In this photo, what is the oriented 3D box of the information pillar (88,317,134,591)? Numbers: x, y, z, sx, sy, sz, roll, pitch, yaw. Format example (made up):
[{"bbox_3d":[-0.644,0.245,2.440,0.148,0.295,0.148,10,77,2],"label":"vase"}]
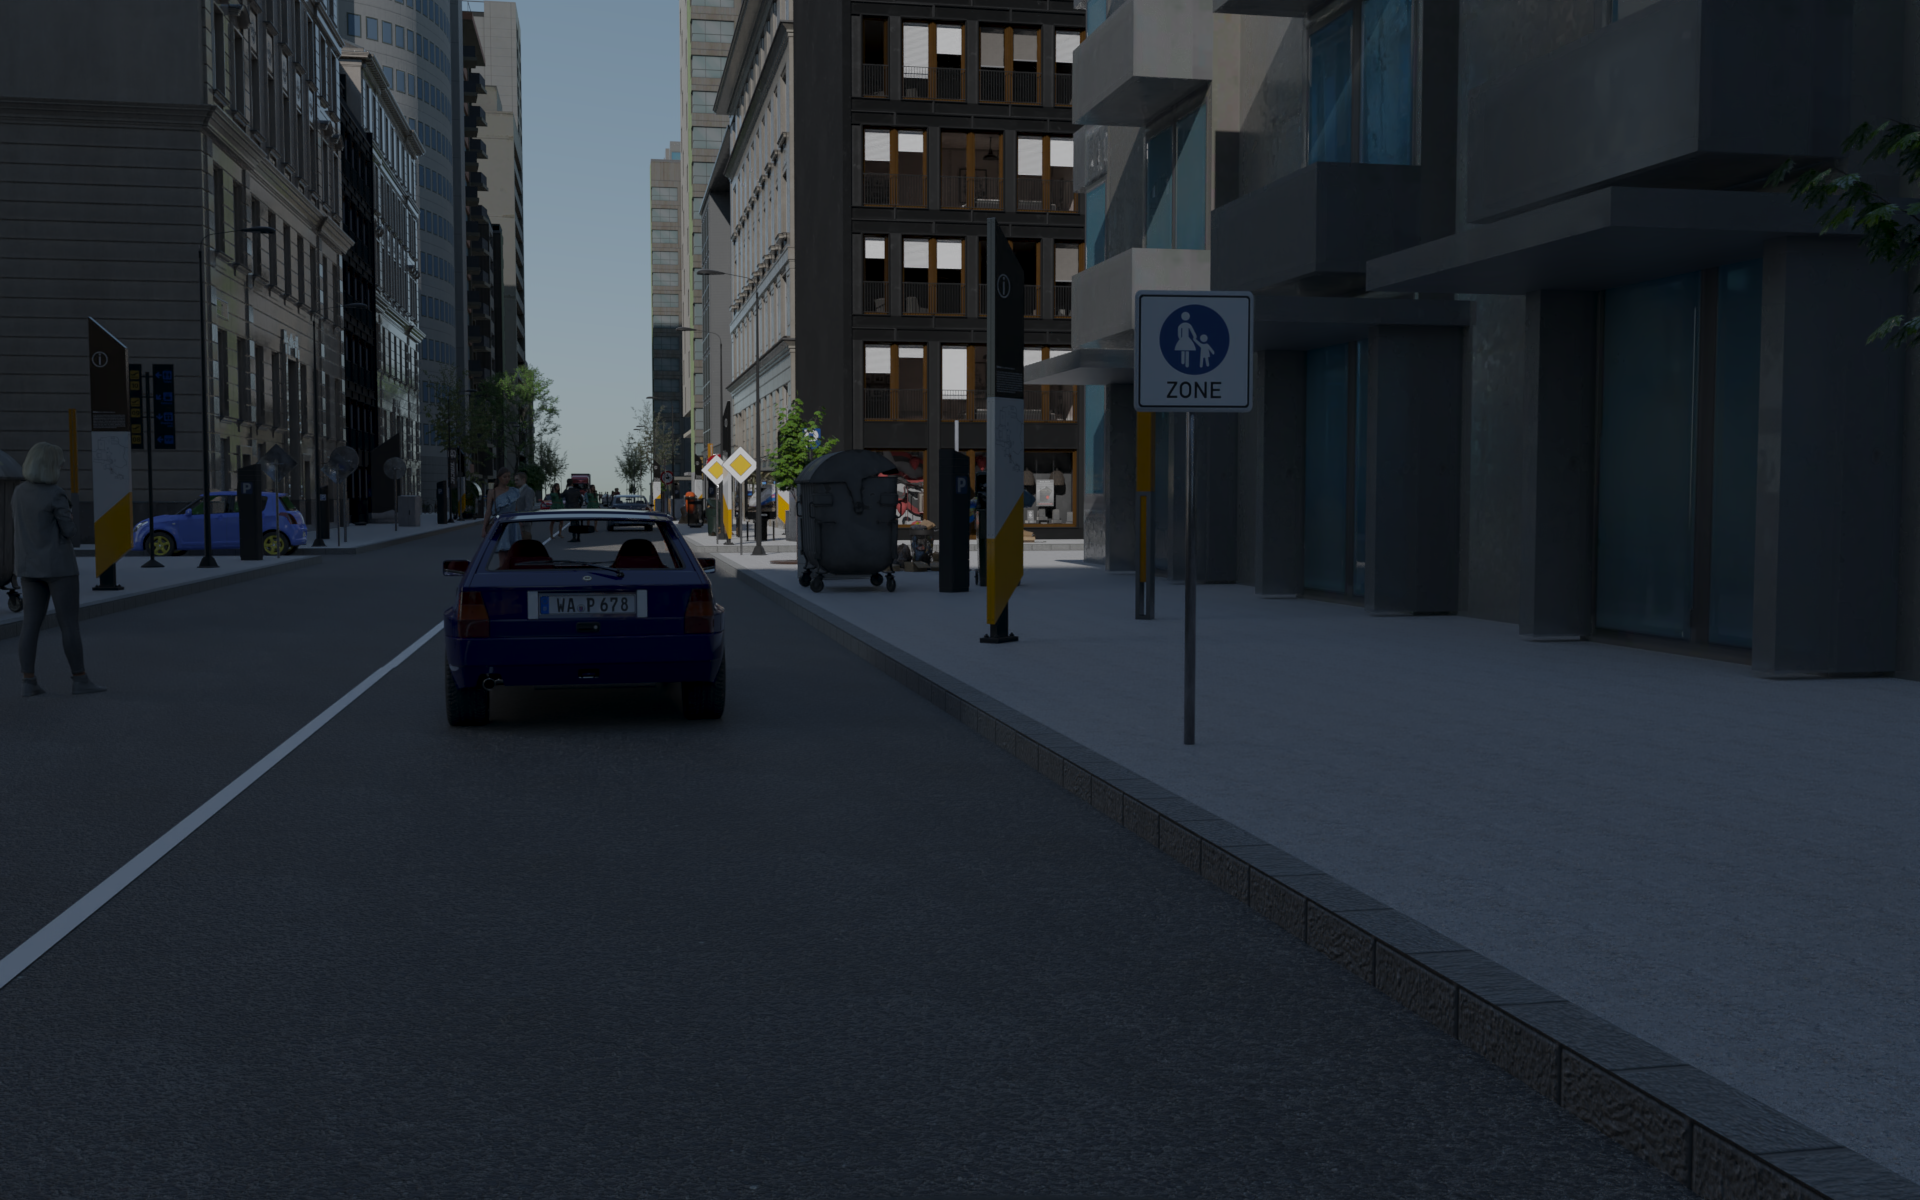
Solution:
[{"bbox_3d":[-11.274,-1.935,22.984,0.504,3.616,0.183,0,4,-2],"label":"information pillar"}]

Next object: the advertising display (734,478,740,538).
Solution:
[{"bbox_3d":[-6.566,-2.820,51.326,0.123,1.923,0.974,-1,4,-14],"label":"advertising display"}]

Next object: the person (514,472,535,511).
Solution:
[{"bbox_3d":[-7.551,-1.307,29.984,0.853,1.813,0.709,-3,5,-40],"label":"person"}]

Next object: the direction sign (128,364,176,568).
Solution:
[{"bbox_3d":[-14.129,-2.337,30.205,0.876,3.537,0.379,0,4,-8],"label":"direction sign"}]

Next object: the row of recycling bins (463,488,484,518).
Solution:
[{"bbox_3d":[-26.063,-5.242,92.822,1.069,1.692,3.534,-1,4,-21],"label":"row of recycling bins"}]

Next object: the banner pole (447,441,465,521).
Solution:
[{"bbox_3d":[-23.961,-5.644,82.296,0.863,3.779,0.401,-3,5,-39],"label":"banner pole"}]

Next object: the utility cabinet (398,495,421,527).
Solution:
[{"bbox_3d":[-21.830,-3.514,68.620,1.020,1.237,0.306,2,4,33],"label":"utility cabinet"}]

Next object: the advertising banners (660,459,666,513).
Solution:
[{"bbox_3d":[-14.532,-5.426,84.909,0.090,3.025,2.074,0,4,-3],"label":"advertising banners"}]

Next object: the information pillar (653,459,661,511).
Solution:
[{"bbox_3d":[-20.365,-7.643,116.319,0.504,3.616,0.183,-2,4,-34],"label":"information pillar"}]

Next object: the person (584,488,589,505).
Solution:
[{"bbox_3d":[-24.836,-6.556,115.552,0.638,1.841,0.748,2,4,28],"label":"person"}]

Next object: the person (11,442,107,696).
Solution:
[{"bbox_3d":[-6.530,-0.230,12.446,0.537,1.800,0.526,2,4,28],"label":"person"}]

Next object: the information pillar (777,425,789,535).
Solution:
[{"bbox_3d":[-5.468,-3.843,54.196,0.504,3.616,0.183,2,4,25],"label":"information pillar"}]

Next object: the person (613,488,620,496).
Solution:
[{"bbox_3d":[-21.348,-6.069,107.699,0.573,1.828,0.580,-3,5,-44],"label":"person"}]

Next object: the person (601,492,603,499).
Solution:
[{"bbox_3d":[-53.883,-15.345,259.925,0.750,1.759,0.617,2,4,28],"label":"person"}]

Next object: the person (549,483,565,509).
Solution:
[{"bbox_3d":[-12.964,-2.869,55.663,0.529,1.795,0.600,2,4,34],"label":"person"}]

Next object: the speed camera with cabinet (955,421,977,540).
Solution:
[{"bbox_3d":[0.495,-3.226,47.087,2.038,3.252,0.660,-1,4,-20],"label":"speed camera with cabinet"}]

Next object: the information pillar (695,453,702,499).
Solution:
[{"bbox_3d":[-15.072,-6.630,99.754,0.183,3.616,0.504,3,5,43],"label":"information pillar"}]

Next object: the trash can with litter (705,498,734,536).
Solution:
[{"bbox_3d":[-7.246,-2.518,52.551,0.624,1.170,1.055,-3,5,-44],"label":"trash can with litter"}]

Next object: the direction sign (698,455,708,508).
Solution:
[{"bbox_3d":[-14.873,-6.676,101.154,0.876,3.537,0.379,0,4,-2],"label":"direction sign"}]

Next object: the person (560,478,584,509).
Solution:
[{"bbox_3d":[-11.566,-2.675,51.593,0.474,1.900,0.648,3,4,38],"label":"person"}]

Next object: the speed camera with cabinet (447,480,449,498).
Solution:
[{"bbox_3d":[-31.846,-7.096,110.352,2.038,3.252,0.660,-3,5,-44],"label":"speed camera with cabinet"}]

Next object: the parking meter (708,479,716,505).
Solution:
[{"bbox_3d":[-8.268,-3.213,58.248,0.399,1.863,0.255,3,5,41],"label":"parking meter"}]

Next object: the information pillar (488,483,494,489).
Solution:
[{"bbox_3d":[-31.021,-6.745,114.773,0.304,2.012,0.304,2,4,28],"label":"information pillar"}]

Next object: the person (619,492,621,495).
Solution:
[{"bbox_3d":[-44.245,-13.178,224.756,0.445,1.727,0.742,-2,4,-30],"label":"person"}]

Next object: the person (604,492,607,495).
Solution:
[{"bbox_3d":[-54.641,-15.809,266.960,1.348,1.826,0.705,0,4,8],"label":"person"}]

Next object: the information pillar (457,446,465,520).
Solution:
[{"bbox_3d":[-24.201,-5.668,84.033,0.504,3.616,0.183,3,4,39],"label":"information pillar"}]

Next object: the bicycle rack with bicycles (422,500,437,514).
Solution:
[{"bbox_3d":[-34.713,-6.075,112.716,2.852,0.926,2.925,-2,4,-34],"label":"bicycle rack with bicycles"}]

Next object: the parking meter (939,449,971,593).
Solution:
[{"bbox_3d":[-0.069,-1.036,22.645,0.255,1.863,0.399,3,5,40],"label":"parking meter"}]

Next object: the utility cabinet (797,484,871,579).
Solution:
[{"bbox_3d":[-1.862,-1.064,26.072,1.173,1.500,0.318,-2,4,-35],"label":"utility cabinet"}]

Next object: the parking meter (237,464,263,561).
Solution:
[{"bbox_3d":[-13.737,-1.700,33.504,0.399,1.863,0.255,0,4,5],"label":"parking meter"}]

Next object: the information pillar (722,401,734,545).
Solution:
[{"bbox_3d":[-5.869,-3.199,43.665,0.183,3.616,0.504,-2,4,-23],"label":"information pillar"}]

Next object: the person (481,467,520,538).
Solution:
[{"bbox_3d":[-6.460,-0.968,24.427,0.616,1.811,0.778,-2,4,-28],"label":"person"}]

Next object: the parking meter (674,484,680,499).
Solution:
[{"bbox_3d":[-17.010,-6.006,103.912,0.399,1.863,0.255,-1,4,-13],"label":"parking meter"}]

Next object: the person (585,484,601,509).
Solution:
[{"bbox_3d":[-13.742,-3.427,64.773,0.529,1.795,0.600,3,5,40],"label":"person"}]

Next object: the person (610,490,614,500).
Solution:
[{"bbox_3d":[-29.109,-8.344,145.639,0.721,1.735,1.217,2,4,23],"label":"person"}]

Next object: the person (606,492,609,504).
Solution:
[{"bbox_3d":[-43.961,-12.622,215.580,0.721,1.736,1.217,0,4,-2],"label":"person"}]

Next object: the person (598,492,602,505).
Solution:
[{"bbox_3d":[-49.072,-13.847,235.609,1.217,1.736,0.721,3,4,36],"label":"person"}]

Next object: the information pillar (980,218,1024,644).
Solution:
[{"bbox_3d":[0.386,-1.445,14.973,0.183,3.616,0.504,2,4,34],"label":"information pillar"}]

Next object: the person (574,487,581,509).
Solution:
[{"bbox_3d":[-22.304,-5.631,100.549,0.794,1.824,0.713,-2,4,-23],"label":"person"}]

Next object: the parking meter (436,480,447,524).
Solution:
[{"bbox_3d":[-22.118,-4.172,73.922,0.399,1.863,0.255,1,4,19],"label":"parking meter"}]

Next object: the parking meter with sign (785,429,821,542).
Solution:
[{"bbox_3d":[-4.305,-3.087,46.738,0.543,3.016,1.738,-2,4,-24],"label":"parking meter with sign"}]

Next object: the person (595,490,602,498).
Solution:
[{"bbox_3d":[-36.129,-9.999,171.990,1.348,1.824,0.705,0,4,7],"label":"person"}]
